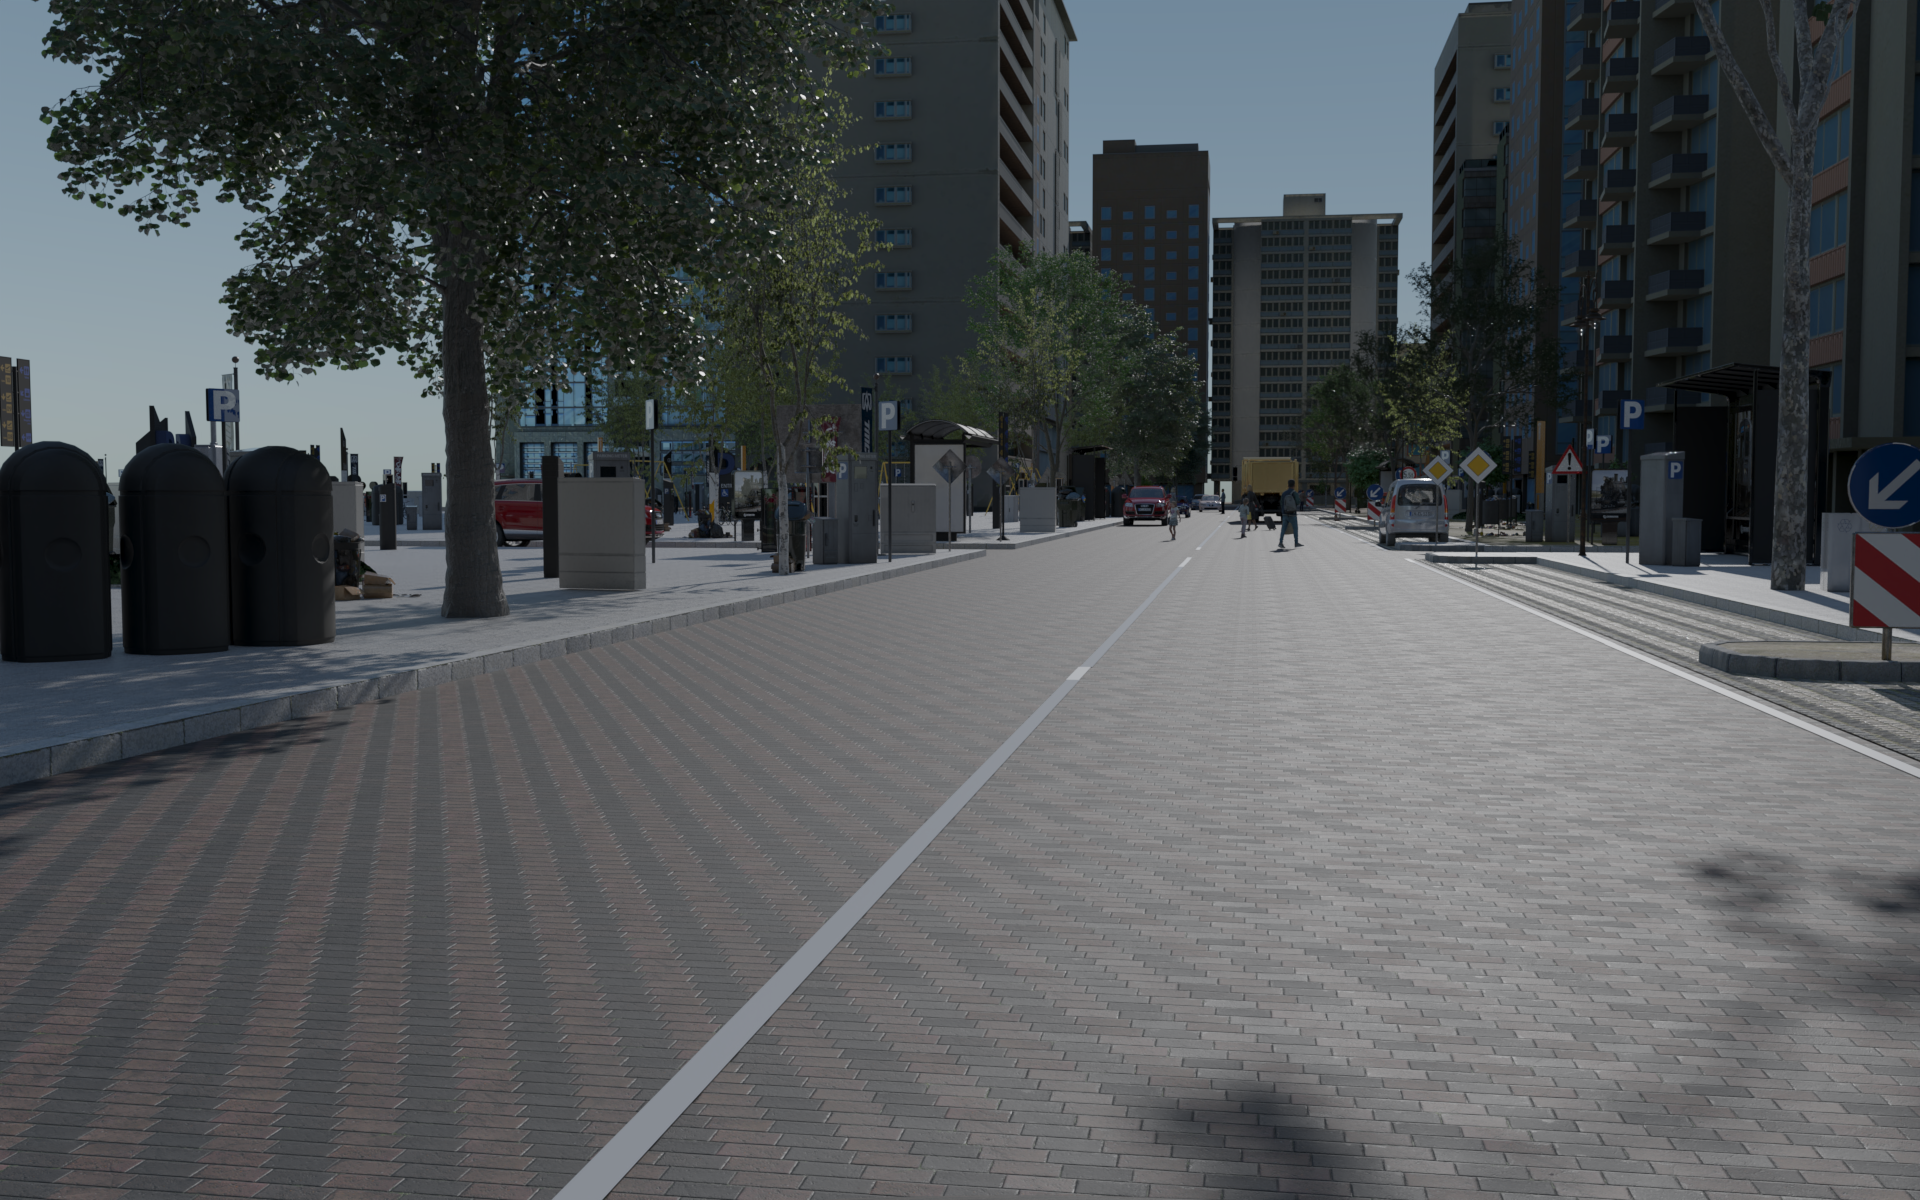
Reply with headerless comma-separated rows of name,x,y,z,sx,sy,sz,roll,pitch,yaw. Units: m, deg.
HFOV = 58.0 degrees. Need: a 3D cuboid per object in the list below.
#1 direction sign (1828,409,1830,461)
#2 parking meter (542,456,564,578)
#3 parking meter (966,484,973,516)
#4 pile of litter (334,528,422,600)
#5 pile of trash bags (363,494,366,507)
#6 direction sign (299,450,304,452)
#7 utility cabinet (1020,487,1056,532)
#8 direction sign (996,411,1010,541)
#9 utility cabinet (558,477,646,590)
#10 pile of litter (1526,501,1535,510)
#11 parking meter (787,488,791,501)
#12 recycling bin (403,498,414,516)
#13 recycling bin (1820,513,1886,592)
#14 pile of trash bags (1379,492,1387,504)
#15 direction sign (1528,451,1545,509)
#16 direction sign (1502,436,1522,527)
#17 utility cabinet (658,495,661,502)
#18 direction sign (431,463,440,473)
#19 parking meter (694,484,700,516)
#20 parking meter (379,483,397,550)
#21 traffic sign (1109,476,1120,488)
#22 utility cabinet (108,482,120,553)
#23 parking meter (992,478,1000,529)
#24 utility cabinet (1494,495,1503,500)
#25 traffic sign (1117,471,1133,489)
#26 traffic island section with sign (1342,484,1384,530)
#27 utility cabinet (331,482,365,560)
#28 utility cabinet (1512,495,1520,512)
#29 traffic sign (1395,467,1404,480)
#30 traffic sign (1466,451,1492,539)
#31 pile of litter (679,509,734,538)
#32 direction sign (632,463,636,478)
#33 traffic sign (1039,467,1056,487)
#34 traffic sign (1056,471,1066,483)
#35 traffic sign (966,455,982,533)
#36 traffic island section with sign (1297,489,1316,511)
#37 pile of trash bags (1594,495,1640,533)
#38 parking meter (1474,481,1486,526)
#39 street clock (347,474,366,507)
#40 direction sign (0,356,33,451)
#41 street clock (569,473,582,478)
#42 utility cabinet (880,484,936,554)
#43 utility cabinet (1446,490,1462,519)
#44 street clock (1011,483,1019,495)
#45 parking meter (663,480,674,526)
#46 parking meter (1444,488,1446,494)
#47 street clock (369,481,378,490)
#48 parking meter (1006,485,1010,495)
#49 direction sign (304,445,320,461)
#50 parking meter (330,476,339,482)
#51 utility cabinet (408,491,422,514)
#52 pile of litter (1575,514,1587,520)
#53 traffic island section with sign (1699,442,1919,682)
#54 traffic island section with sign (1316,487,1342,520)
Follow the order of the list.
direction sign,23.189,-3.326,46.379,0.379,3.537,0.876,1,4,22
parking meter,-6.240,-1.278,26.599,0.255,1.863,0.399,0,4,2
parking meter,0.567,-5.816,100.802,0.399,1.863,0.255,3,5,43
pile of litter,-7.491,-0.450,21.325,1.719,0.858,1.176,-1,4,-17
pile of trash bags,-35.773,-5.586,101.089,1.912,1.369,3.447,3,4,38
direction sign,-33.567,-5.952,89.312,0.876,3.537,0.379,-2,4,-23
utility cabinet,2.576,-2.963,57.126,1.173,1.500,0.318,1,4,10
direction sign,1.196,-3.417,47.868,0.379,3.537,0.876,1,4,17
utility cabinet,-4.776,-0.884,23.125,1.173,1.500,0.318,1,4,22
pile of litter,33.936,-5.407,102.370,1.176,0.858,1.719,0,4,0
parking meter,-6.788,-3.748,69.693,0.372,1.533,0.369,0,3,0
recycling bin,-33.181,-5.576,103.723,0.722,1.027,0.722,2,4,34
recycling bin,11.817,-0.631,22.870,0.722,1.027,0.722,1,4,18
pile of trash bags,23.240,-5.130,93.620,1.912,1.369,3.447,1,4,22
direction sign,30.066,-6.018,90.398,0.379,3.537,0.876,-3,5,-44
direction sign,21.479,-4.615,67.446,0.379,3.537,0.876,-2,4,-35
utility cabinet,-17.880,-5.527,101.531,0.306,1.237,1.020,-3,4,-38
direction sign,-37.939,-8.160,125.420,0.379,3.537,0.876,2,4,27
parking meter,-15.701,-5.976,103.413,0.255,1.863,0.399,-1,4,-16
parking meter,-13.162,-1.922,39.833,0.372,1.533,0.369,0,3,0
traffic sign,10.706,-7.333,120.003,0.768,2.556,0.104,1,4,12
utility cabinet,-15.807,-1.477,32.830,0.318,1.500,1.173,-3,5,-40
parking meter,1.376,-3.573,64.131,0.255,1.863,0.399,1,4,23
utility cabinet,34.939,-6.180,112.198,1.020,1.237,0.306,-3,5,-44
traffic sign,9.270,-5.960,97.444,0.884,2.594,0.081,1,4,16
traffic island section with sign,16.474,-3.718,69.413,1.989,1.847,2.006,1,4,9
utility cabinet,-11.254,-1.360,30.911,1.173,1.500,0.318,1,4,8
utility cabinet,34.266,-5.855,106.895,0.306,1.237,1.020,0,4,2
traffic sign,20.768,-4.955,81.127,0.768,2.556,0.104,1,4,15
traffic sign,14.919,-3.045,49.890,0.768,2.556,0.104,1,4,16
pile of litter,-7.420,-2.237,50.544,1.719,0.858,1.176,1,4,22
direction sign,-23.644,-8.177,125.687,0.379,3.537,0.876,-2,4,-26
traffic sign,4.143,-5.009,81.908,0.884,2.594,0.081,1,4,17
traffic sign,5.615,-5.964,97.614,0.768,2.556,0.104,1,4,15
traffic sign,0.329,-3.479,56.987,0.768,2.556,0.104,1,4,19
traffic island section with sign,29.153,-8.340,144.992,1.989,1.847,2.006,1,4,9
pile of trash bags,21.846,-2.810,55.698,1.912,1.369,3.447,-3,5,-42
parking meter,20.793,-3.885,69.231,0.399,1.863,0.255,3,5,44
street clock,-22.042,-3.576,63.040,0.471,2.002,0.358,1,4,8
direction sign,-15.697,-2.254,28.843,0.379,3.537,0.876,0,4,2
street clock,-12.958,-3.297,58.471,0.358,2.002,0.471,2,4,26
utility cabinet,-1.104,-1.717,36.749,1.173,1.500,0.318,0,4,-6
utility cabinet,25.115,-4.900,88.794,1.173,1.500,0.318,3,5,40
street clock,3.727,-6.890,117.215,0.471,2.002,0.358,-3,4,-37
parking meter,-11.782,-3.936,70.063,0.399,1.863,0.255,2,4,25
parking meter,18.306,-3.523,66.012,0.372,1.533,0.369,0,3,0
street clock,-33.389,-5.756,98.681,0.471,2.002,0.358,1,4,21
parking meter,3.144,-6.618,113.915,0.255,1.863,0.399,0,4,-3
direction sign,-29.606,-5.359,79.611,0.379,3.537,0.876,0,4,7
parking meter,-20.079,-3.048,55.549,0.255,1.863,0.399,0,4,-3
utility cabinet,-34.739,-6.240,110.703,1.173,1.500,0.318,0,4,-7
pile of litter,31.279,-4.412,86.101,1.719,0.858,1.176,-1,4,-15
traffic island section with sign,7.182,-0.333,14.069,1.989,1.847,2.006,1,4,9
traffic island section with sign,20.931,-5.344,95.999,1.989,1.847,2.006,1,4,9
